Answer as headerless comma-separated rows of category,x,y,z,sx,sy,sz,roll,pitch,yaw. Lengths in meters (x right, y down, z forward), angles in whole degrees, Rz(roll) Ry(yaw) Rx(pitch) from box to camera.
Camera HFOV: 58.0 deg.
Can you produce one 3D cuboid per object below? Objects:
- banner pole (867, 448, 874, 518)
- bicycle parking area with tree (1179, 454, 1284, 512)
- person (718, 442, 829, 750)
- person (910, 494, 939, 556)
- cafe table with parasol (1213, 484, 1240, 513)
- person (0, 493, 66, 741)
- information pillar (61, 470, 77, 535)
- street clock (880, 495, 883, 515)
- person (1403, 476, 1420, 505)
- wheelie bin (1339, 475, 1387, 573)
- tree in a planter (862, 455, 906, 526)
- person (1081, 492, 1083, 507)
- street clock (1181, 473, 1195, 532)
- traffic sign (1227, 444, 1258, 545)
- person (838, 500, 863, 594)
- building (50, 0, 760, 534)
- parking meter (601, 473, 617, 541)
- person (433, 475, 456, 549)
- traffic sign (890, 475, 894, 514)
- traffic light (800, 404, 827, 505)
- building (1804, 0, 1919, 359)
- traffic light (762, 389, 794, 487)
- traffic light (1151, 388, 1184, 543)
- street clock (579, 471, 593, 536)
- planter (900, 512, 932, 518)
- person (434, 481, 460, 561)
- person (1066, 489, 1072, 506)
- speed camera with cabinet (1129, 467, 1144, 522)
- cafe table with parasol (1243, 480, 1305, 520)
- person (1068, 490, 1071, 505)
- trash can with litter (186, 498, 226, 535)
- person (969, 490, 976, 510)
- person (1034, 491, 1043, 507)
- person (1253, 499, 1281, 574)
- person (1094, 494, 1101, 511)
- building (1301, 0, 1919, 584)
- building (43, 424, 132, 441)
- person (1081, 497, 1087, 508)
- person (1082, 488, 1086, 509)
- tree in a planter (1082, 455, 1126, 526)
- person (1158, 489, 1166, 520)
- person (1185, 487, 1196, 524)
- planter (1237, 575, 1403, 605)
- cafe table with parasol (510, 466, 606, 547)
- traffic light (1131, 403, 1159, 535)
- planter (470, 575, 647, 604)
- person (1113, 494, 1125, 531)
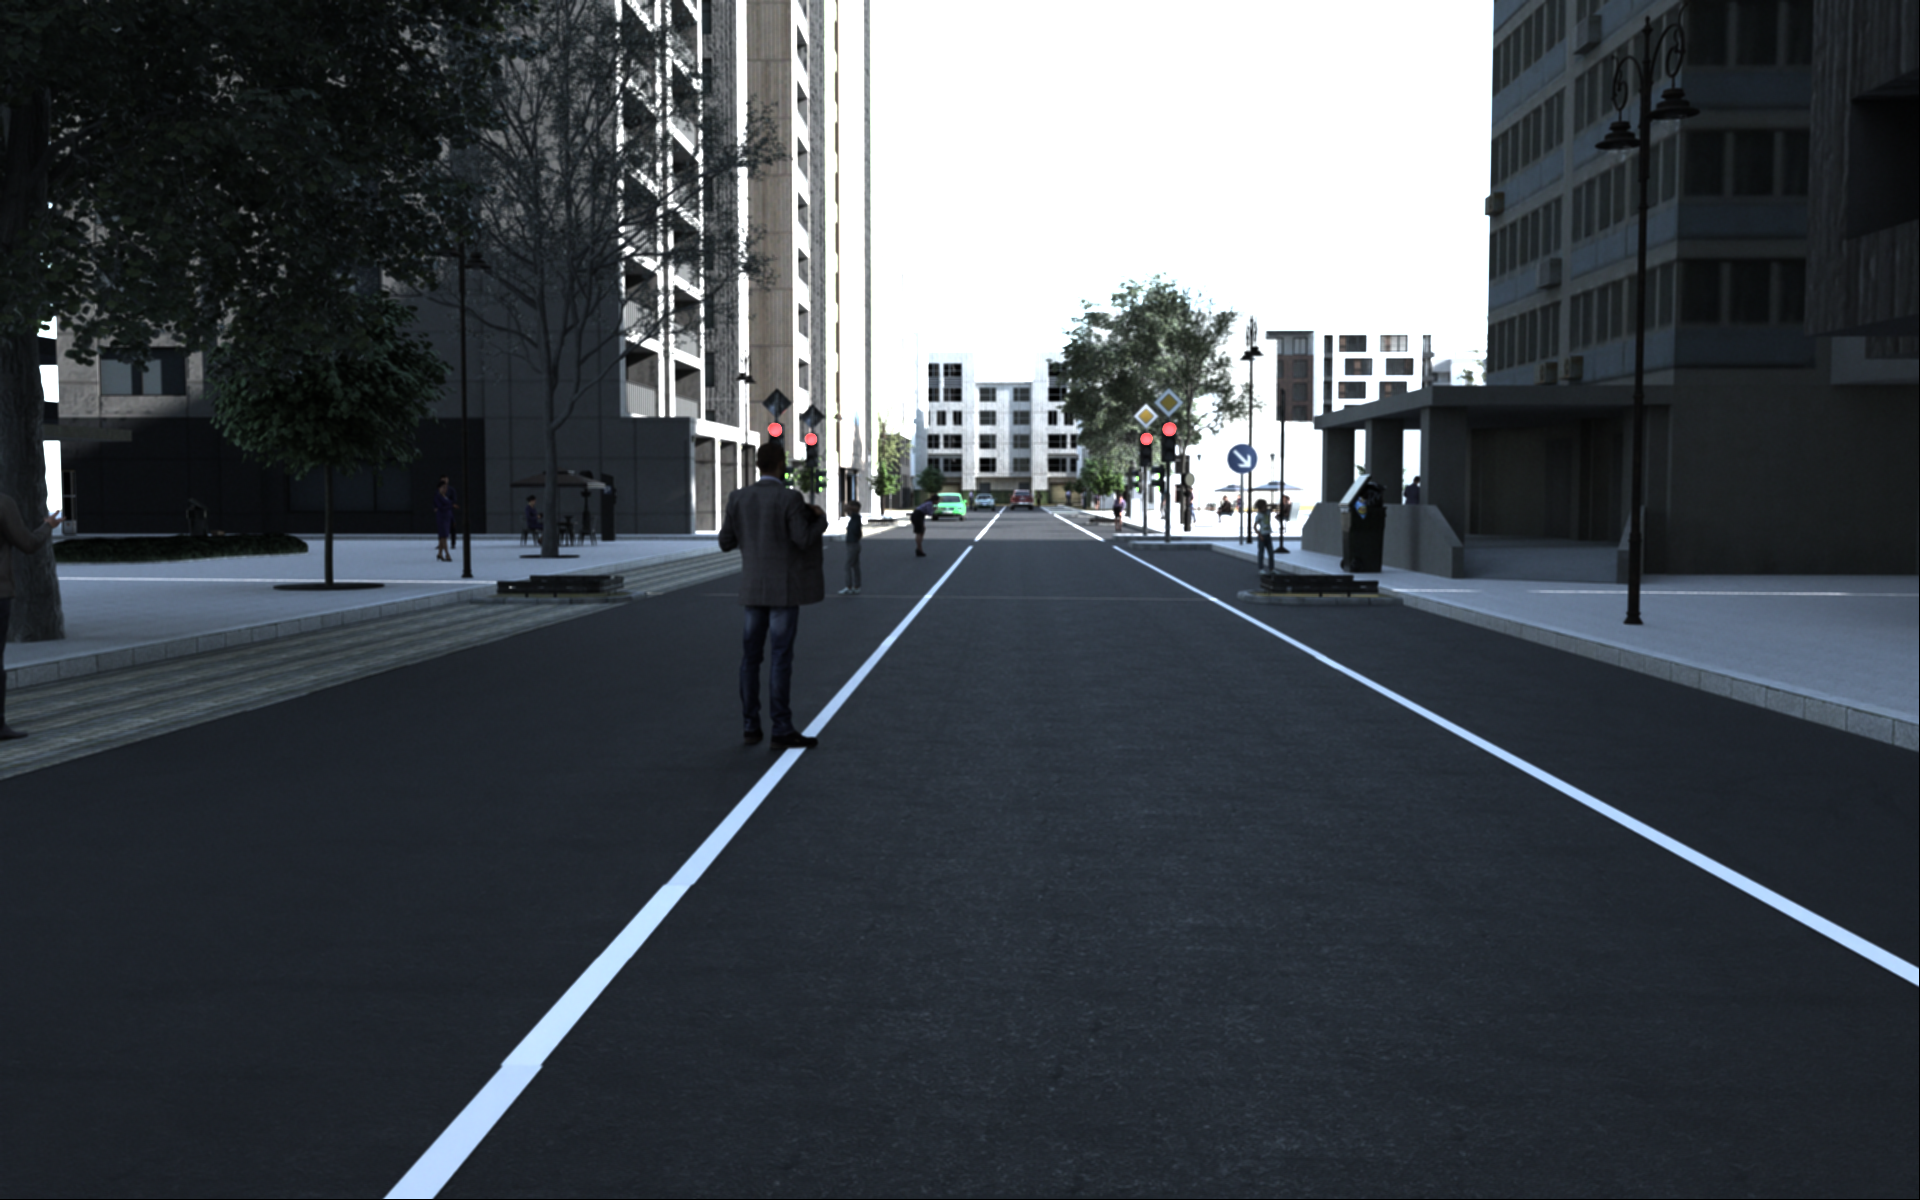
banner pole,-4.894,-6.356,93.935,0.401,3.779,0.863,0,4,3
bicycle parking area with tree,19.655,-8.367,123.795,8.231,4.147,9.016,2,4,26
person,-1.045,-0.036,9.904,0.655,1.722,0.431,2,4,35
person,-0.810,-1.721,39.878,0.697,1.427,0.421,-1,4,-19
cafe table with parasol,18.154,-6.732,114.938,2.610,1.966,2.610,1,4,14
person,-5.693,-0.069,10.157,0.617,1.759,0.750,0,4,3
information pillar,-27.777,-3.028,54.001,0.304,2.012,0.304,-1,4,-10
street clock,-4.724,-6.128,104.771,0.471,2.002,0.358,0,4,0
person,12.110,-2.438,46.353,0.683,1.767,0.568,2,4,31
wheelie bin,6.625,-1.256,28.446,0.693,1.594,0.980,0,4,-3
tree in a planter,-3.499,-4.987,78.755,1.991,3.239,1.994,0,4,2
person,12.222,-10.111,172.032,0.551,1.740,0.621,2,4,25
street clock,7.701,-3.303,58.574,0.471,2.002,0.358,-3,4,-36
traffic sign,7.128,-2.672,43.800,0.768,2.556,0.104,0,4,8
person,-1.582,-0.770,25.003,0.340,1.345,0.435,0,4,0
building,-18.412,-38.240,63.481,20.563,71.187,20.611,0,4,2
parking meter,-9.592,-2.545,47.315,0.399,1.863,0.255,0,4,-1
person,-12.080,-2.067,40.547,0.576,1.737,0.504,0,4,-4
traffic sign,-4.461,-6.785,111.044,0.768,2.556,0.104,0,4,5
traffic light,-4.592,-3.986,54.088,0.839,4.253,0.868,0,4,2
building,14.686,-14.749,12.850,14.160,30.474,14.107,0,4,2
traffic light,-4.852,-3.498,46.107,0.839,4.253,0.868,0,4,2
traffic light,5.485,-3.478,45.788,0.839,4.253,0.868,0,4,2
street clock,-11.556,-2.995,53.542,0.358,2.002,0.471,1,4,20
planter,-2.623,-5.190,105.994,1.991,0.319,1.994,0,4,2
person,-9.733,-1.505,33.015,0.546,1.535,0.453,0,4,1
person,11.952,-11.259,189.997,0.709,1.838,0.599,1,4,16
speed camera with cabinet,8.324,-5.343,81.686,0.660,3.252,2.038,0,4,1
cafe table with parasol,15.585,-4.912,85.182,2.610,1.966,2.610,1,4,19
person,12.376,-11.503,195.053,0.436,1.711,0.756,3,5,40
trash can with litter,-20.638,-2.210,47.525,1.055,1.170,0.624,0,4,-3
person,1.160,-9.151,157.994,0.599,1.838,0.709,-2,4,-27
person,8.668,-11.168,191.183,0.705,1.812,1.348,-3,5,-43
person,5.481,-1.131,30.900,0.435,1.345,0.340,-3,5,-42
person,10.625,-7.605,133.624,0.421,1.427,0.697,-2,4,-29
building,23.772,-20.766,31.402,32.217,40.220,23.993,0,4,2
building,-37.102,-23.283,35.296,28.867,44.769,22.147,0,4,2
person,11.286,-9.000,156.413,0.991,1.433,0.599,-3,5,-42
person,10.659,-8.722,148.731,0.705,1.814,1.350,0,4,-6
tree in a planter,6.626,-5.048,79.758,1.991,3.239,1.994,0,4,2
person,10.111,-4.907,86.402,0.434,1.807,0.598,0,4,1
person,10.008,-4.108,75.164,0.435,1.587,0.963,-1,4,-16
planter,4.795,-0.142,23.453,1.991,0.319,1.994,0,4,2
cafe table with parasol,-9.874,-2.311,42.645,2.610,1.966,2.610,-2,4,-32
traffic light,5.744,-3.966,53.769,0.839,4.253,0.868,0,4,2
planter,-5.309,-0.134,23.323,1.991,0.319,1.994,0,4,2
person,6.107,-3.348,66.475,0.421,1.427,0.697,0,4,-6
